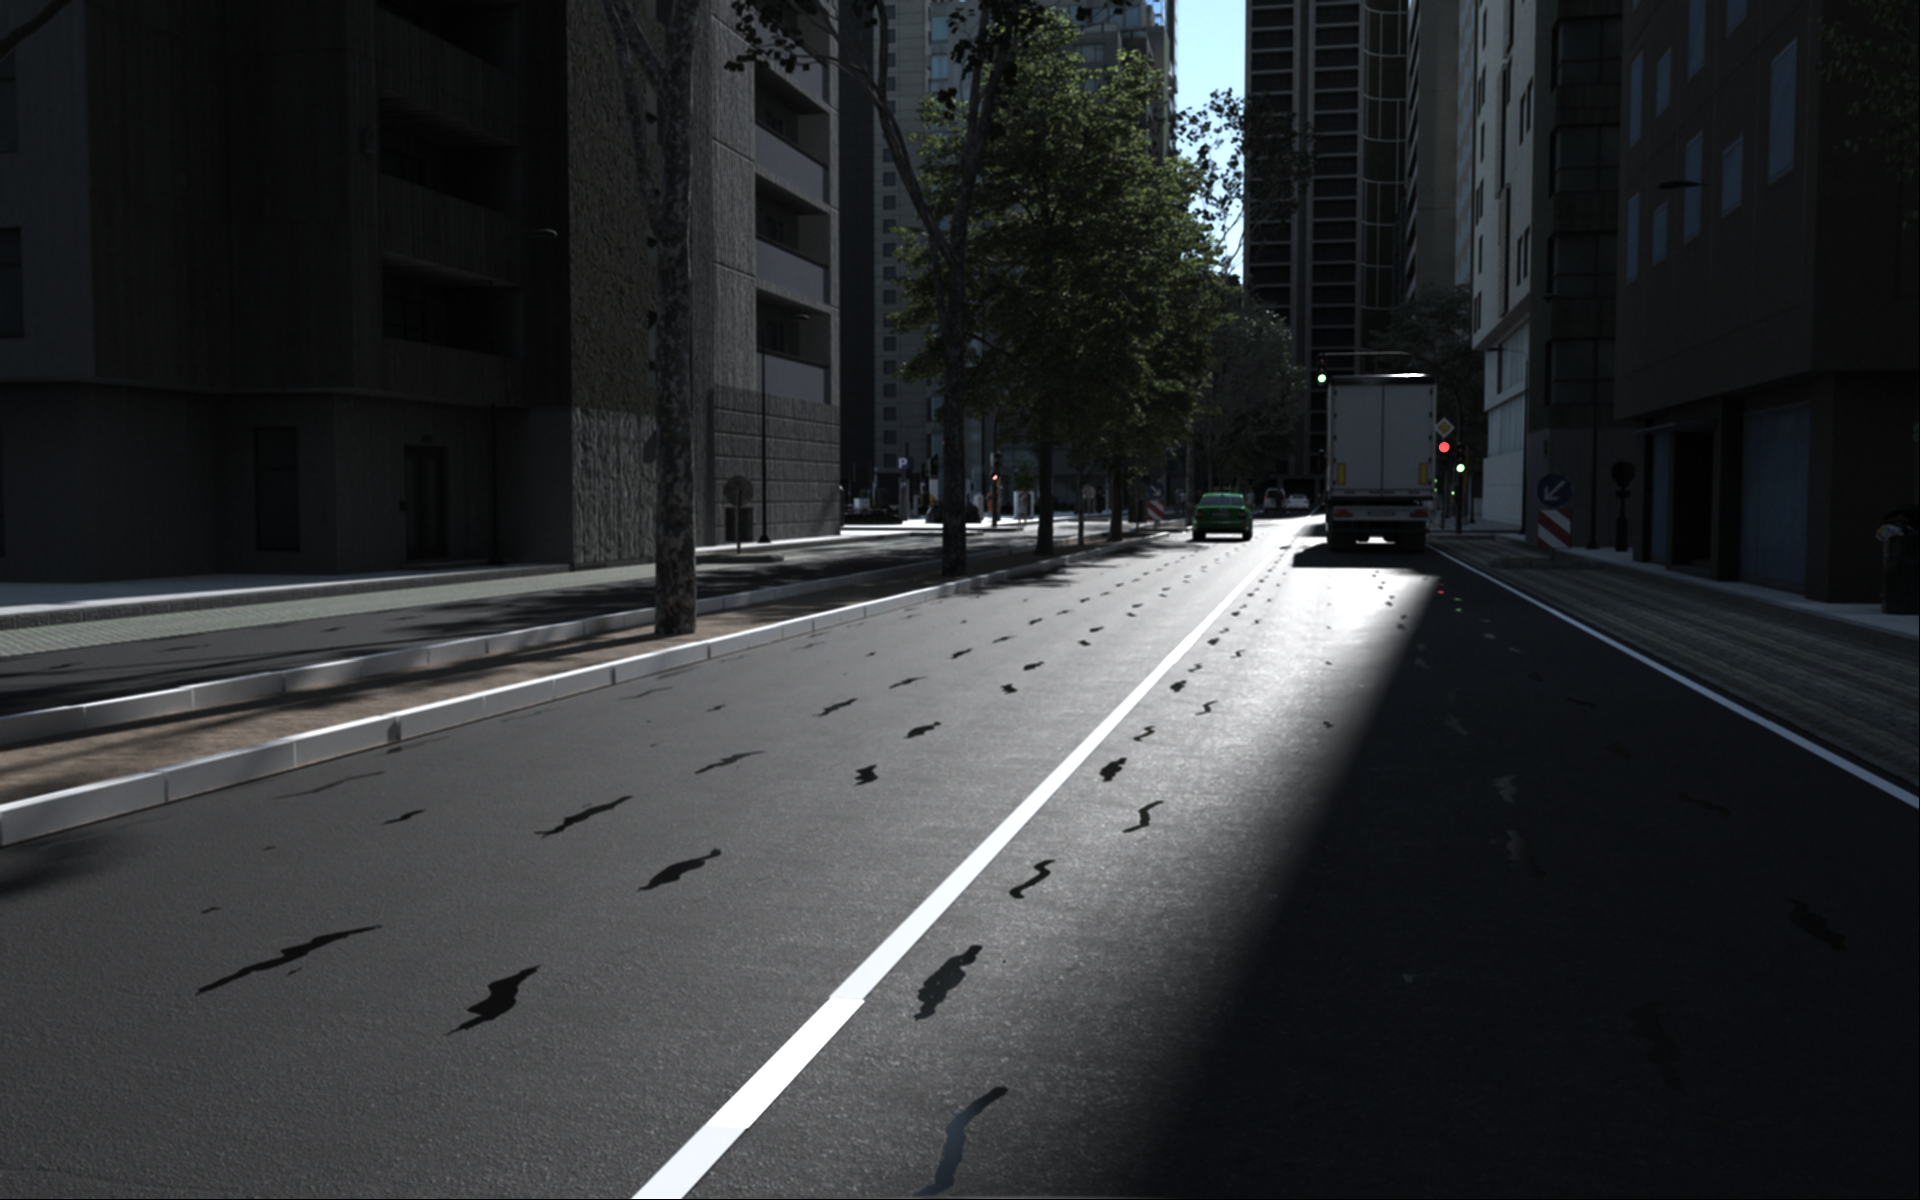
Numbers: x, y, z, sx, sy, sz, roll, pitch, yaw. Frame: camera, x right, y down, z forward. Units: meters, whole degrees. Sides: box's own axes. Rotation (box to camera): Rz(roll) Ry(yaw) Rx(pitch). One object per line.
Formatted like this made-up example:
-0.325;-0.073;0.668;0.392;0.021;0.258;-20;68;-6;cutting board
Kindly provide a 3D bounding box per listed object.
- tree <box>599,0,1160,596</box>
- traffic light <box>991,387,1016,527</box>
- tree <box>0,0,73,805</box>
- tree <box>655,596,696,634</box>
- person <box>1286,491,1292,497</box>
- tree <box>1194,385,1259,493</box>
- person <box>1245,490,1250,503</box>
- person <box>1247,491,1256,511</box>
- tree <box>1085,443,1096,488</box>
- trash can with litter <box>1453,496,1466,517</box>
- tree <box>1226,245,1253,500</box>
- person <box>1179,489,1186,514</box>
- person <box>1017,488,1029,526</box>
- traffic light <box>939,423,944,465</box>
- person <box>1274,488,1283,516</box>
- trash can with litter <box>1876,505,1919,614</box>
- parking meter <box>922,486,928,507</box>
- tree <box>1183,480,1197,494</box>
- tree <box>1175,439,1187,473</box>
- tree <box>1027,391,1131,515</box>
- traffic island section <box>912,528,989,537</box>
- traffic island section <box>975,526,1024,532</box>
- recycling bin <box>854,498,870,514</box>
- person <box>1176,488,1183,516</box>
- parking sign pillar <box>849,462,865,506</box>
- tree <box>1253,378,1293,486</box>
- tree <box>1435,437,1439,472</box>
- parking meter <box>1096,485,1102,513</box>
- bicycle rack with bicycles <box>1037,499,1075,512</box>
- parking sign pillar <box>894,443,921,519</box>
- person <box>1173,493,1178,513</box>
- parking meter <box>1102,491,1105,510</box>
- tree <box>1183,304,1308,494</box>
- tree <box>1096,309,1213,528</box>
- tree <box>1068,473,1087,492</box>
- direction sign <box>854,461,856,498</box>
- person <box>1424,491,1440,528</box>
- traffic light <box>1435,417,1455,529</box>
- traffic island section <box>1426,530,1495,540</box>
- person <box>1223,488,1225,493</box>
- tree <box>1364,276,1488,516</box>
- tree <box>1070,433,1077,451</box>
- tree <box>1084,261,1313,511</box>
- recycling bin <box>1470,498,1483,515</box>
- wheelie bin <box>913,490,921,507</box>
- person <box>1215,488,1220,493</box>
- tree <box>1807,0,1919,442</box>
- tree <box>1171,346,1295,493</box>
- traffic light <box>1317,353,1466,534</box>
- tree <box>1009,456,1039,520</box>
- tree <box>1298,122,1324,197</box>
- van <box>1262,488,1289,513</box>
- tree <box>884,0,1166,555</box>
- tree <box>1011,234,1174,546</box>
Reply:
-1.115;-10.536;30.608;12.611;20.169;13.585;0;3;0;tree
3.412;-5.597;66.175;4.771;5.953;1.251;1;4;12;traffic light
-4.732;-4.823;7.063;9.928;11.665;9.643;0;3;0;tree
-3.925;-9.779;18.234;12.611;20.169;13.585;0;3;0;tree
38.737;-11.938;203.618;1.348;1.831;0.705;0;4;-3;person
16.962;-9.501;108.154;4.737;8.622;4.395;0;3;0;tree
21.812;-7.481;131.647;0.643;1.720;0.563;-1;4;-23;person
21.874;-7.433;130.389;0.694;1.780;0.624;2;4;35;person
10.339;-10.615;123.911;4.360;8.622;3.978;0;3;0;tree
27.947;-5.218;96.701;0.624;1.170;1.055;-1;4;-17;trash can with litter
4.713;-8.077;52.635;7.486;12.596;7.792;0;3;0;tree
15.970;-7.057;124.373;0.782;1.767;0.515;3;5;43;person
2.792;-4.087;76.325;0.522;1.701;0.512;2;4;34;person
-0.322;-4.272;58.769;0.839;4.253;0.868;1;4;12;traffic light
20.710;-6.391;112.775;0.659;1.850;0.755;-1;4;-12;person
10.157;-0.450;18.740;0.624;1.170;1.055;1;4;18;trash can with litter
-2.471;-7.109;121.943;0.255;1.863;0.399;-2;4;-27;parking meter
25.437;-12.156;193.350;1.663;3.219;1.824;0;3;0;tree
25.077;-14.503;187.485;4.737;8.622;4.395;0;3;0;tree
7.568;-10.591;107.582;7.601;10.594;8.767;1;4;9;tree
-0.359;-2.240;58.912;2.009;0.180;2.903;1;4;12;traffic island section
1.311;-2.718;66.721;2.009;0.180;2.903;1;4;12;traffic island section
-5.902;-5.595;104.037;0.722;1.027;0.722;-2;4;-33;recycling bin
14.178;-6.312;111.885;0.526;1.800;0.537;2;4;32;person
-8.594;-9.561;144.786;1.447;3.967;1.447;-1;4;-13;parking sign pillar
20.283;-12.462;124.345;7.486;12.596;7.792;0;3;0;tree
35.209;-11.063;131.242;4.360;8.622;3.978;0;3;0;tree
9.227;-6.680;114.922;0.399;1.863;0.255;0;4;-8;parking meter
6.903;-6.619;121.608;2.925;0.926;2.852;0;4;5;bicycle rack with bicycles
-2.800;-6.298;91.441;1.447;3.967;1.447;-1;4;-14;parking sign pillar
16.483;-7.528;131.761;0.721;1.800;0.419;-3;5;-40;person
11.197;-7.783;135.657;0.372;1.533;0.369;0;3;0;parking meter
18.683;-12.635;115.691;9.857;13.997;8.962;0;3;0;tree
7.581;-6.924;66.022;4.360;8.622;3.978;0;3;0;tree
9.698;-8.928;140.574;1.663;3.219;1.824;0;3;0;tree
-7.327;-7.857;120.459;0.379;3.537;0.876;-1;4;-10;direction sign
18.039;-3.527;66.045;0.514;1.842;0.818;-2;4;-31;person
17.597;-4.539;63.133;0.839;4.253;0.868;1;4;12;traffic light
15.964;-2.027;55.429;2.009;0.180;2.903;1;4;12;traffic island section
16.994;-6.308;111.907;0.678;1.792;0.850;2;4;25;person
28.066;-11.772;99.121;9.857;13.997;8.962;0;3;0;tree
12.600;-13.583;132.452;12.009;13.543;11.850;0;3;0;tree
13.029;-10.803;89.460;12.009;13.543;11.850;0;3;0;tree
31.770;-5.736;106.337;0.722;1.027;0.722;0;4;6;recycling bin
-3.597;-7.860;136.424;0.980;1.594;0.693;0;4;-7;wheelie bin
15.790;-5.940;105.804;0.709;1.800;0.728;2;4;28;person
9.763;-3.927;14.563;4.737;8.622;4.395;0;3;0;tree
15.523;-10.100;102.003;8.767;10.594;7.601;1;4;12;tree
13.863;-4.951;55.620;4.771;5.953;1.251;1;4;12;traffic light
3.107;-5.649;86.967;1.663;3.219;1.824;0;3;0;tree
9.055;-13.330;76.292;12.611;20.169;13.585;0;3;0;tree
23.704;-7.528;130.098;2.013;2.044;4.112;1;4;11;van
1.969;-7.337;40.541;7.486;12.596;7.792;0;3;0;tree
3.286;-5.743;46.720;4.737;8.622;4.395;0;3;0;tree
